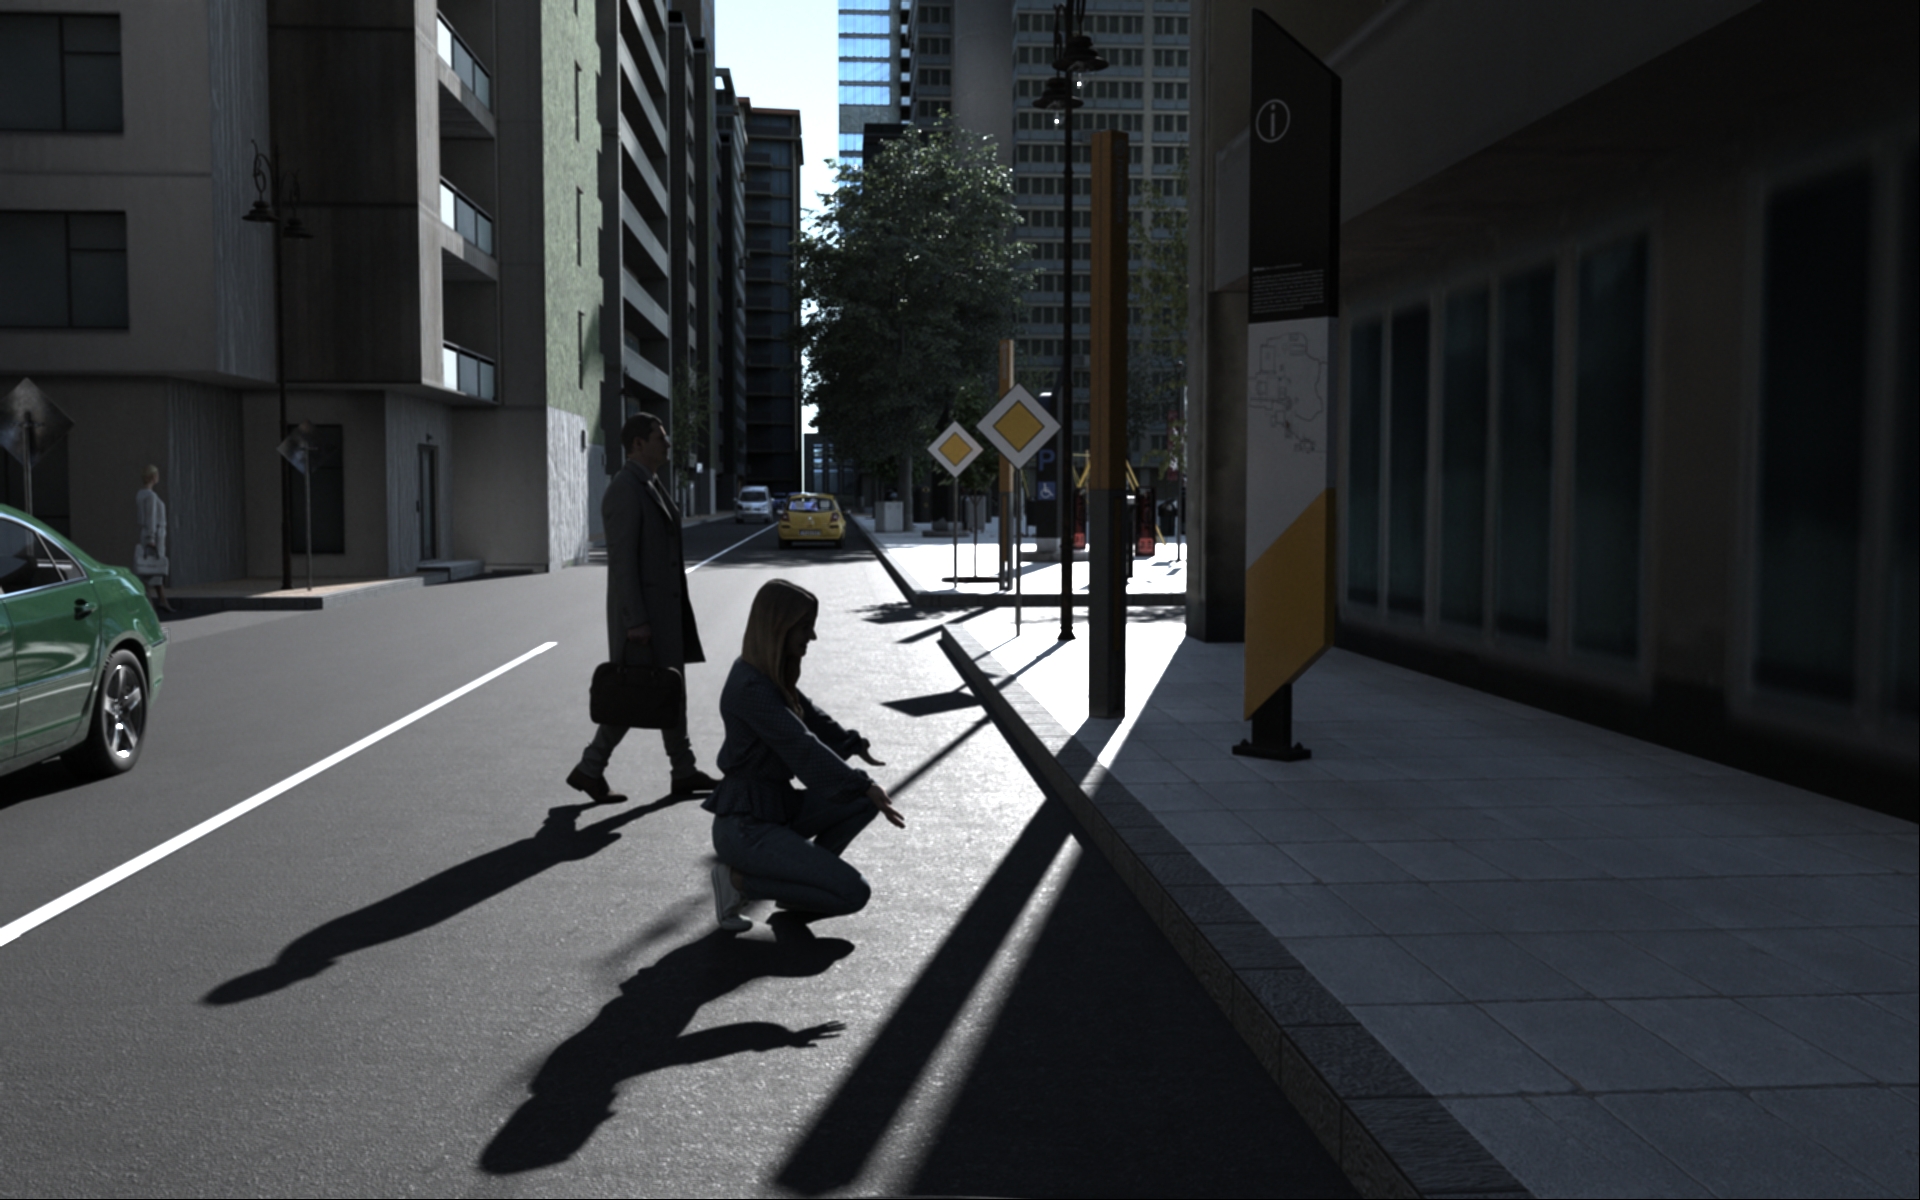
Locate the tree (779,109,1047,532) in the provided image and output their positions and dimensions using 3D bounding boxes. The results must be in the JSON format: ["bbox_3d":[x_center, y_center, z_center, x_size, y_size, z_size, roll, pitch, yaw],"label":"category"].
[{"bbox_3d":[-1.961,-9.304,58.782,9.857,13.997,8.962,0,3,0],"label":"tree"}]

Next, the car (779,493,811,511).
[{"bbox_3d":[-7.652,-4.470,82.668,1.945,1.707,3.694,0,4,-6],"label":"car"}]

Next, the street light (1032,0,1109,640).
[{"bbox_3d":[0.940,-2.587,15.090,0.468,5.910,1.993,0,4,-4],"label":"street light"}]

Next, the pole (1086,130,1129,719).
[{"bbox_3d":[0.846,-0.980,9.872,0.158,3.312,0.155,0,3,0],"label":"pole"}]

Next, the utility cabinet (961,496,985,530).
[{"bbox_3d":[0.392,-3.118,62.144,1.020,1.237,0.306,0,4,7],"label":"utility cabinet"}]

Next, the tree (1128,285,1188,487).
[{"bbox_3d":[8.275,-6.608,58.396,4.360,8.622,3.978,0,3,0],"label":"tree"}]

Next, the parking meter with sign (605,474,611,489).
[{"bbox_3d":[-13.192,-4.137,63.907,0.543,3.016,1.738,1,4,19],"label":"parking meter with sign"}]

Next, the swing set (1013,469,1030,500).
[{"bbox_3d":[3.633,-4.916,77.999,3.119,2.851,2.862,3,4,37],"label":"swing set"}]

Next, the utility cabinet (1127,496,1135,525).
[{"bbox_3d":[4.352,-2.149,46.296,1.020,1.237,0.306,-2,4,-24],"label":"utility cabinet"}]

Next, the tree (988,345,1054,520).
[{"bbox_3d":[2.838,-8.219,84.737,4.737,8.622,4.395,0,3,0],"label":"tree"}]

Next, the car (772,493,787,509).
[{"bbox_3d":[-16.820,-9.296,161.581,1.945,1.707,3.694,0,4,-4],"label":"car"}]

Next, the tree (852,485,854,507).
[{"bbox_3d":[-10.378,-11.095,176.003,1.663,3.219,1.824,0,3,0],"label":"tree"}]

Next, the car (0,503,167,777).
[{"bbox_3d":[-5.084,0.265,7.459,2.131,1.459,4.920,0,4,-4],"label":"car"}]

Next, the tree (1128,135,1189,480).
[{"bbox_3d":[4.521,-4.764,28.247,4.737,8.622,4.395,0,3,0],"label":"tree"}]

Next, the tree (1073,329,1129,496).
[{"bbox_3d":[6.923,-7.487,72.771,4.360,8.622,3.978,0,3,0],"label":"tree"}]

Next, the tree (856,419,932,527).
[{"bbox_3d":[-2.335,-5.140,67.757,4.285,4.588,4.351,0,3,0],"label":"tree"}]

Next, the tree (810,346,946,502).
[{"bbox_3d":[-4.485,-10.106,99.649,8.767,10.594,7.601,-2,4,-24],"label":"tree"}]

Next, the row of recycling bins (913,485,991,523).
[{"bbox_3d":[-0.355,-4.288,77.214,3.534,1.692,1.069,0,4,2],"label":"row of recycling bins"}]

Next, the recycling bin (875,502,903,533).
[{"bbox_3d":[-2.376,-2.770,57.840,0.722,1.027,0.722,-2,4,-30],"label":"recycling bin"}]

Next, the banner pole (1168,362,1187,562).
[{"bbox_3d":[4.303,-2.636,33.118,0.401,3.779,0.863,2,4,34],"label":"banner pole"}]

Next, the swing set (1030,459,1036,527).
[{"bbox_3d":[4.898,-4.342,68.608,2.862,2.851,3.119,2,4,31],"label":"swing set"}]

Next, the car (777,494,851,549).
[{"bbox_3d":[-3.951,-2.222,46.549,2.015,1.641,3.980,0,4,-3],"label":"car"}]

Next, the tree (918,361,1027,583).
[{"bbox_3d":[0.117,-1.886,25.437,1.663,3.219,1.824,0,3,0],"label":"tree"}]

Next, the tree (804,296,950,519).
[{"bbox_3d":[-4.290,-10.034,89.809,9.928,11.665,9.643,0,3,0],"label":"tree"}]

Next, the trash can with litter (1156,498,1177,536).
[{"bbox_3d":[6.052,-2.511,52.435,1.055,1.170,0.624,3,4,36],"label":"trash can with litter"}]

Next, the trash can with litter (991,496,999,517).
[{"bbox_3d":[1.916,-5.281,97.738,0.624,1.170,1.055,3,4,38],"label":"trash can with litter"}]

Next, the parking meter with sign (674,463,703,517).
[{"bbox_3d":[-15.310,-6.183,97.360,1.738,3.016,0.543,2,4,32],"label":"parking meter with sign"}]

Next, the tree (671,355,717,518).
[{"bbox_3d":[-14.751,-8.597,90.926,4.737,8.622,4.395,0,3,0],"label":"tree"}]

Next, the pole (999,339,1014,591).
[{"bbox_3d":[0.615,-1.783,22.996,0.158,3.312,0.155,0,3,0],"label":"pole"}]

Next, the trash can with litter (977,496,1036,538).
[{"bbox_3d":[1.947,-2.487,51.723,2.233,1.210,1.678,3,4,38],"label":"trash can with litter"}]

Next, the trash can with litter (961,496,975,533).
[{"bbox_3d":[0.331,-2.852,57.690,1.678,1.210,2.233,1,4,8],"label":"trash can with litter"}]

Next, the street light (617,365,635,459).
[{"bbox_3d":[-11.974,-5.471,62.245,0.468,5.910,1.993,0,4,-4],"label":"street light"}]

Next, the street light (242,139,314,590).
[{"bbox_3d":[-9.032,-3.076,23.085,0.468,5.910,1.993,0,4,-4],"label":"street light"}]

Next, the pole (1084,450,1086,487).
[{"bbox_3d":[5.815,-5.260,79.844,0.158,3.312,0.155,0,3,0],"label":"pole"}]

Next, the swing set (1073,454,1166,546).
[{"bbox_3d":[3.714,-2.821,43.751,2.862,2.851,3.119,0,4,3],"label":"swing set"}]
